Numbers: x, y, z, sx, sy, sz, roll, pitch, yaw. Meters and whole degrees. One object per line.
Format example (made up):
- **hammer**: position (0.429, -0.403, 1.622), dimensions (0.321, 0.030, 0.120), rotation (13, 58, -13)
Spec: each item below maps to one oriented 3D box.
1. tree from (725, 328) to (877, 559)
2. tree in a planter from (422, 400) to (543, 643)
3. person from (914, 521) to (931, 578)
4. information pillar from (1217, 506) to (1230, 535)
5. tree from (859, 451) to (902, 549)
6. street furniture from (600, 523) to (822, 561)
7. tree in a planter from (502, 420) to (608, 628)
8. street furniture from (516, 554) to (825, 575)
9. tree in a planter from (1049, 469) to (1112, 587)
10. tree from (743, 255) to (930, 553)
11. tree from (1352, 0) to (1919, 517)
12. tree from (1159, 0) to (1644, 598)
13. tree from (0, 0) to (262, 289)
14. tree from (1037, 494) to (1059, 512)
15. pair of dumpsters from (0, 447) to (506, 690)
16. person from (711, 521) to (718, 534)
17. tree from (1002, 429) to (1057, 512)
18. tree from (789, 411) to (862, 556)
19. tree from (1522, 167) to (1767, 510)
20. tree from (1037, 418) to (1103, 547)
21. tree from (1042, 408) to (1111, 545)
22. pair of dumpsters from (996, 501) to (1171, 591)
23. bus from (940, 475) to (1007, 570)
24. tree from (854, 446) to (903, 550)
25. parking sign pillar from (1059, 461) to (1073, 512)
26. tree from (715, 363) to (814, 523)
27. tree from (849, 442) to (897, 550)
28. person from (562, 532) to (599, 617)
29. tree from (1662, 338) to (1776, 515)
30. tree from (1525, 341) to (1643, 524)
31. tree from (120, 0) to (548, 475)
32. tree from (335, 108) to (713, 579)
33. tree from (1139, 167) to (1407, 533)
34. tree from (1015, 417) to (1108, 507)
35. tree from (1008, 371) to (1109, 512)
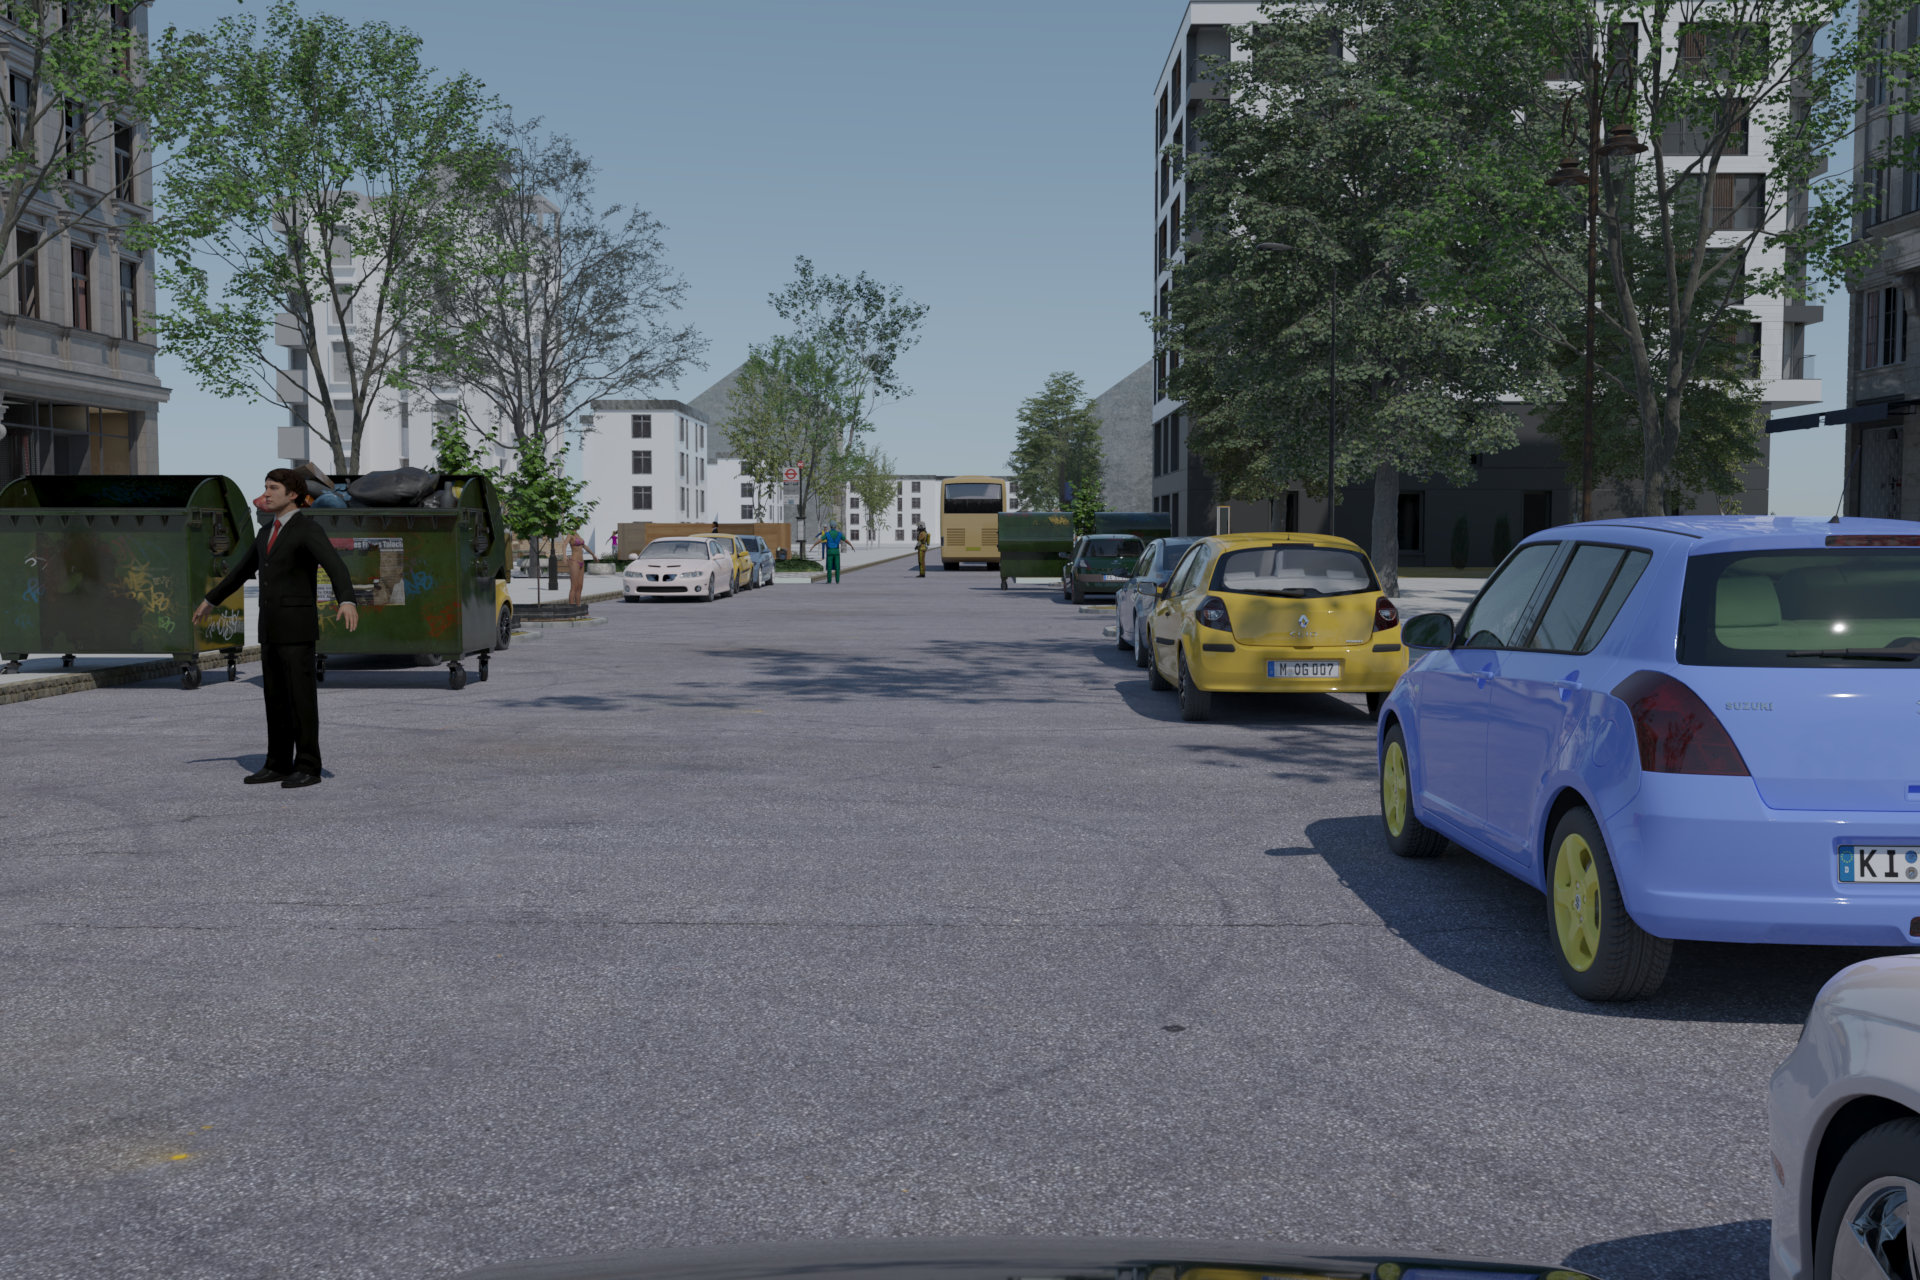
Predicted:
- **tree**: position (-8.113, -9.952, 88.478), dimensions (9.928, 11.665, 9.643), rotation (0, 3, 0)
- **tree in a planter**: position (-6.741, -1.594, 23.290), dimensions (1.991, 3.239, 1.994), rotation (0, 4, 2)
- **person**: position (-1.290, -2.985, 57.023), dimensions (0.705, 1.858, 1.354), rotation (0, 4, 7)
- **information pillar**: position (6.942, -2.522, 45.719), dimensions (0.304, 2.012, 0.304), rotation (0, 4, 1)
- **tree**: position (-7.162, -12.427, 153.542), dimensions (4.737, 8.622, 4.395), rotation (0, 3, 0)
- **street furniture**: position (-9.925, -3.929, 71.089), dimensions (11.010, 1.723, 9.812), rotation (3, 5, 44)
- **tree in a planter**: position (-6.651, -1.836, 27.241), dimensions (1.991, 3.239, 1.994), rotation (0, 4, 2)
- **street furniture**: position (-9.569, -2.509, 56.650), dimensions (10.072, 0.657, 5.734), rotation (0, 4, 1)
- **tree in a planter**: position (3.449, -3.086, 47.680), dimensions (1.991, 3.239, 1.994), rotation (0, 4, 1)
- **tree**: position (-8.478, -16.010, 117.651), dimensions (12.611, 20.169, 13.585), rotation (0, 3, 0)
- **tree**: position (8.862, -5.873, 21.783), dimensions (9.928, 11.665, 9.643), rotation (0, 3, 0)
- **tree**: position (8.549, -7.835, 34.753), dimensions (9.857, 13.997, 8.962), rotation (0, 3, 0)
- **tree**: position (-12.581, -5.842, 21.275), dimensions (9.928, 11.665, 9.643), rotation (0, 3, 0)
- **tree**: position (12.718, -17.871, 242.557), dimensions (4.737, 8.622, 4.395), rotation (0, 3, 0)
- **pair of dumpsters**: position (-6.648, -0.693, 16.289), dimensions (4.436, 2.255, 1.574), rotation (0, 4, 1)
- **person**: position (-8.935, -3.412, 62.512), dimensions (0.721, 1.740, 1.216), rotation (0, 4, -6)
- **tree**: position (7.621, -13.069, 148.095), dimensions (7.601, 10.594, 8.767), rotation (2, 4, 25)
- **tree**: position (-8.129, -9.291, 102.272), dimensions (4.737, 8.622, 4.395), rotation (0, 3, 0)
- **tree**: position (21.390, -8.344, 54.559), dimensions (7.486, 12.596, 7.792), rotation (0, 3, 0)
- **tree**: position (7.391, -9.666, 108.397), dimensions (4.360, 8.622, 3.978), rotation (0, 3, 0)
- **tree**: position (6.790, -9.182, 100.494), dimensions (4.360, 8.622, 3.978), rotation (0, 3, 0)
- **pair of dumpsters**: position (3.148, -2.406, 44.290), dimensions (4.436, 2.255, 1.574), rotation (0, 4, 1)
- **bus**: position (0.535, -4.895, 71.579), dimensions (2.896, 3.916, 12.252), rotation (0, 4, 0)
- **tree**: position (-7.080, -11.689, 141.469), dimensions (4.737, 8.622, 4.395), rotation (0, 3, 0)
- **parking sign pillar**: position (3.944, -4.670, 64.831), dimensions (1.447, 3.967, 1.447), rotation (0, 4, 1)
- **tree**: position (-8.626, -7.675, 75.854), dimensions (4.737, 8.622, 4.395), rotation (0, 3, 0)
- **tree**: position (-7.057, -11.376, 136.356), dimensions (4.737, 8.622, 4.395), rotation (0, 3, 0)
- **person**: position (-6.597, -1.273, 30.075), dimensions (0.721, 1.733, 1.217), rotation (1, 4, 15)
- **tree**: position (27.931, -6.929, 63.655), dimensions (4.737, 8.622, 4.395), rotation (0, 3, 0)
- **tree**: position (21.976, -6.852, 62.400), dimensions (4.360, 8.622, 3.978), rotation (0, 3, 0)
- **tree**: position (-11.928, -6.589, 33.493), dimensions (9.928, 11.665, 9.643), rotation (0, 3, 0)
- **tree**: position (-12.344, -8.525, 49.758), dimensions (12.009, 13.543, 11.850), rotation (0, 3, 0)
- **tree**: position (10.850, -9.308, 58.841), dimensions (9.857, 13.997, 8.962), rotation (0, 3, 0)
- **tree**: position (7.872, -12.074, 131.821), dimensions (7.601, 10.594, 8.767), rotation (1, 4, 18)
- **tree**: position (6.838, -12.390, 120.708), dimensions (7.486, 12.596, 7.792), rotation (0, 3, 0)
